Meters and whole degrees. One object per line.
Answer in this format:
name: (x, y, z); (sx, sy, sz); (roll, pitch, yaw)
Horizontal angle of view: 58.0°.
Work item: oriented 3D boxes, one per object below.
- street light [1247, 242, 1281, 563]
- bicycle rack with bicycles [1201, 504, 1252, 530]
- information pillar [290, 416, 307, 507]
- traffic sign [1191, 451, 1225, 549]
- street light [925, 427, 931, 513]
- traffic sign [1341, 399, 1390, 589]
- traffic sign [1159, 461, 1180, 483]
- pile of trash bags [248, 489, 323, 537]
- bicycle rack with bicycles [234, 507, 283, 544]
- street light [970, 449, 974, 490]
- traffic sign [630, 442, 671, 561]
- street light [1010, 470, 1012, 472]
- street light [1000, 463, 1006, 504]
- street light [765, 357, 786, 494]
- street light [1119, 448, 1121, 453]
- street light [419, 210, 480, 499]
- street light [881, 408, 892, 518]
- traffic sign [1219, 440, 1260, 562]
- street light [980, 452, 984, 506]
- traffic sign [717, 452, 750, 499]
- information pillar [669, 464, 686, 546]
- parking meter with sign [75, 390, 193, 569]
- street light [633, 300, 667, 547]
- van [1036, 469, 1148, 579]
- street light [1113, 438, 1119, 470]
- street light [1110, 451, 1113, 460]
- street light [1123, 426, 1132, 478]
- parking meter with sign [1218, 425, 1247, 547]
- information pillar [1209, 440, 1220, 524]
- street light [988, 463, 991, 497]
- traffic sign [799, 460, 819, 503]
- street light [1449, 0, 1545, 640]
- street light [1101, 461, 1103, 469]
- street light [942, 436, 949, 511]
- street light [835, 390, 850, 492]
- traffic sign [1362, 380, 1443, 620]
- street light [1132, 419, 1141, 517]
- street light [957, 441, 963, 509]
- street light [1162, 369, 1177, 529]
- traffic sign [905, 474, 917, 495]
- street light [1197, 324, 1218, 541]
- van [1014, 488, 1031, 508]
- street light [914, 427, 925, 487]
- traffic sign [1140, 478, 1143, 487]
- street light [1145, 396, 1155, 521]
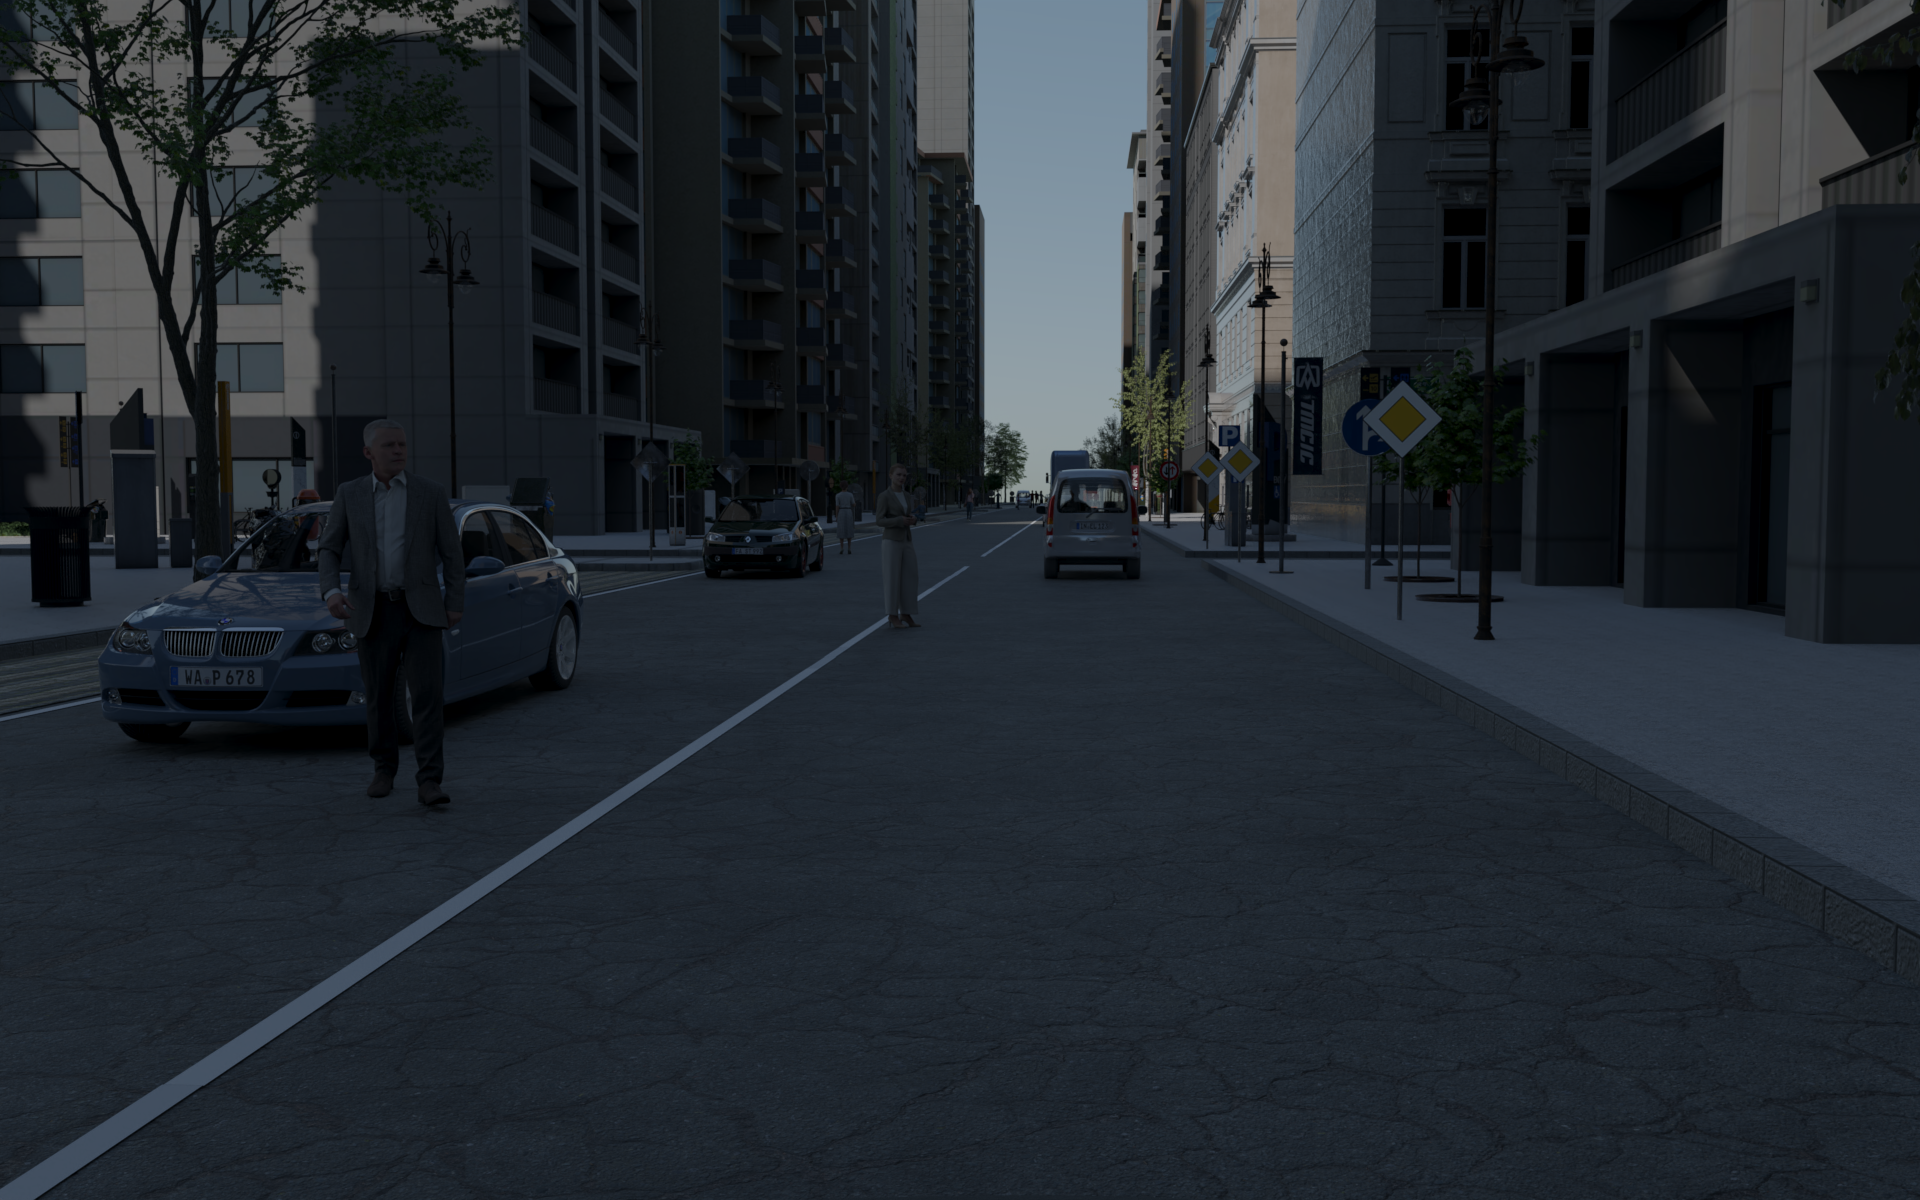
street light: (5.597, -3.623, 32.018); (0.468, 5.910, 1.993); (0, 4, 4)
bicycle rack with bicycles: (9.855, -2.945, 61.534); (2.925, 0.926, 2.852); (-1, 4, -22)
information pillar: (-20.038, -3.738, 52.477); (0.183, 3.616, 0.504); (2, 4, 33)
traffic sign: (5.774, -2.249, 40.411); (0.795, 2.450, 0.064); (0, 4, 4)
street light: (-2.279, -8.891, 118.161); (0.468, 5.910, 1.993); (0, 4, 4)
traffic sign: (5.499, -1.418, 23.285); (0.768, 2.556, 0.104); (1, 4, 8)
traffic sign: (7.962, -4.021, 65.855); (0.768, 2.556, 0.104); (1, 4, 11)
pile of trash bags: (-11.423, -1.258, 30.326); (1.912, 1.369, 3.447); (-1, 4, -21)
bicycle rack with bicycles: (-18.426, -1.987, 45.866); (2.925, 0.926, 2.852); (-1, 4, -20)
street light: (1.237, -11.970, 168.502); (0.468, 5.910, 1.993); (0, 4, 4)
traffic sign: (-5.929, -1.809, 33.212); (0.795, 2.450, 0.064); (0, 4, 4)
street light: (7.869, -18.042, 267.779); (0.468, 5.910, 1.993); (0, 4, 4)
street light: (5.566, -16.006, 234.479); (0.468, 5.910, 1.993); (0, 4, 4)
street light: (-6.244, -5.255, 58.700); (0.468, 5.910, 1.993); (0, 4, 4)
street light: (11.894, -9.262, 124.224); (0.468, 5.910, 1.993); (0, 4, 4)
street light: (-8.323, -3.401, 28.395); (0.468, 5.910, 1.993); (0, 4, 4)
street light: (-3.938, -7.358, 93.097); (0.468, 5.910, 1.993); (0, 4, 4)
traffic sign: (5.239, -1.762, 32.444); (0.795, 2.450, 0.064); (0, 4, 4)
street light: (2.350, -12.989, 185.155); (0.468, 5.910, 1.993); (0, 4, 4)
traffic sign: (-5.393, -2.296, 41.180); (0.795, 2.450, 0.064); (0, 4, 4)
information pillar: (-6.999, -2.347, 42.863); (0.304, 2.012, 0.304); (-3, 5, -39)
parking meter with sign: (-14.204, -2.052, 29.812); (1.738, 3.016, 0.543); (-2, 4, -29)
street light: (-7.393, -4.202, 41.485); (0.468, 5.910, 1.993); (0, 4, 4)
van: (2.332, -1.446, 30.655); (2.013, 2.044, 4.112); (0, 4, 4)
street light: (12.905, -10.281, 140.883); (0.468, 5.910, 1.993); (0, 4, 4)
street light: (14.077, -11.330, 158.029); (0.468, 5.910, 1.993); (0, 4, 4)
street light: (11.282, -8.696, 114.969); (0.468, 5.910, 1.993); (0, 4, 4)
parking meter with sign: (6.807, -2.856, 42.954); (0.543, 3.016, 1.738); (0, 4, -1)
information pillar: (10.860, -5.062, 74.120); (0.504, 3.616, 0.183); (0, 4, -1)
street light: (3.320, -13.959, 201.015); (0.468, 5.910, 1.993); (0, 4, 4)
traffic sign: (-5.706, -4.004, 65.576); (0.768, 2.556, 0.104); (0, 4, 5)
street light: (4.625, -2.588, 15.100); (0.468, 5.910, 1.993); (0, 4, 4)
street light: (20.919, -17.423, 257.658); (0.468, 5.910, 1.993); (0, 4, 4)
street light: (-1.110, -9.914, 134.876); (0.468, 5.910, 1.993); (0, 4, 4)
street light: (-5.123, -6.273, 75.352); (0.468, 5.910, 1.993); (0, 4, 4)
traffic sign: (4.474, -1.002, 17.571); (0.795, 2.450, 0.064); (1, 4, 9)
street light: (10.156, -7.666, 98.124); (0.468, 5.910, 1.993); (0, 4, 4)
street light: (0.034, -10.939, 151.640); (0.468, 5.910, 1.993); (0, 4, 4)
street light: (7.757, -5.595, 64.259); (0.468, 5.910, 1.993); (0, 4, 4)
traffic sign: (-3.028, -6.537, 106.988); (0.768, 2.556, 0.104); (1, 4, 11)
street light: (6.730, -4.555, 47.265); (0.468, 5.910, 1.993); (0, 4, 4)
van: (6.541, -10.488, 178.489); (2.013, 2.044, 4.112); (0, 4, 2)
street light: (-2.729, -8.409, 110.273); (0.468, 5.910, 1.993); (0, 4, 4)
traffic sign: (11.301, -6.580, 109.705); (0.606, 2.300, 0.079); (1, 4, 13)
street light: (8.945, -6.643, 81.406); (0.468, 5.910, 1.993); (0, 4, 4)
